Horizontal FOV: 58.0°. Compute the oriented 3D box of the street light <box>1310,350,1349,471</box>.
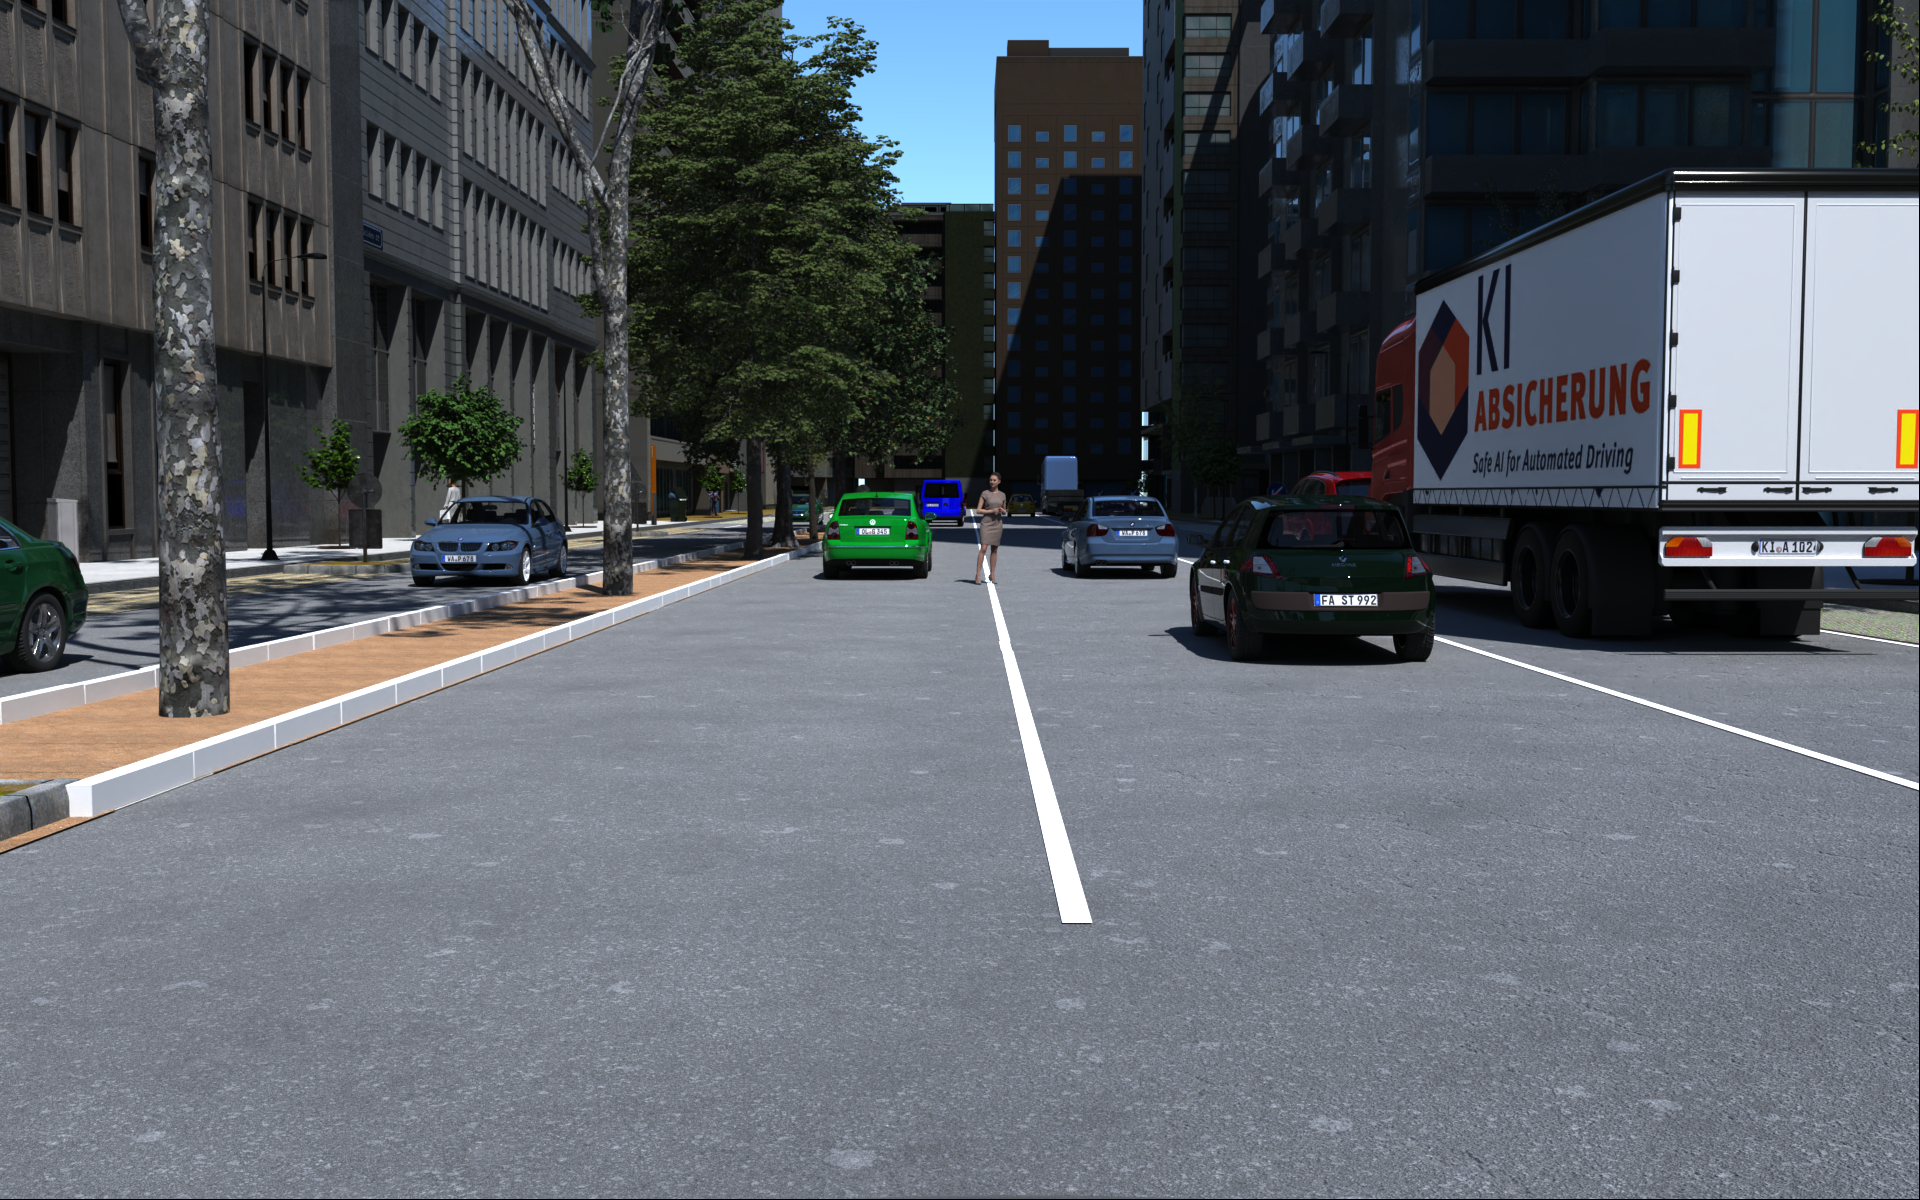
[{"bbox_3d":[11.980,-5.106,56.032,1.470,5.913,1.316,0,4,0],"label":"street light"}]

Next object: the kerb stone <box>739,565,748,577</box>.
[{"bbox_3d":[-3.797,-0.457,29.662,0.120,0.150,1.000,0,4,0],"label":"kerb stone"}]

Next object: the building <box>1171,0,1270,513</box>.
[{"bbox_3d":[21.753,-26.756,121.063,14.154,41.232,14.086,0,4,0],"label":"building"}]

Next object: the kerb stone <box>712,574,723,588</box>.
[{"bbox_3d":[-3.809,-0.266,26.583,0.120,0.150,1.000,0,4,0],"label":"kerb stone"}]

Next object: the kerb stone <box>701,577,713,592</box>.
[{"bbox_3d":[-3.816,-0.205,25.550,0.120,0.150,1.000,0,4,0],"label":"kerb stone"}]

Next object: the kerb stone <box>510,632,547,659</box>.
[{"bbox_3d":[-3.860,0.423,15.309,0.120,0.150,1.000,0,4,0],"label":"kerb stone"}]

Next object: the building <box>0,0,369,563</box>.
[{"bbox_3d":[-21.827,-13.311,35.651,12.078,24.808,19.932,0,4,0],"label":"building"}]

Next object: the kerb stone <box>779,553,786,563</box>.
[{"bbox_3d":[-3.768,-0.831,35.805,0.120,0.150,1.000,0,4,0],"label":"kerb stone"}]

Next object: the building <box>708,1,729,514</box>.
[{"bbox_3d":[-22.867,-28.199,111.166,14.600,45.320,14.200,0,4,0],"label":"building"}]

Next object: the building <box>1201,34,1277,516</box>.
[{"bbox_3d":[31.363,-25.052,101.481,32.217,40.220,23.993,0,4,0],"label":"building"}]

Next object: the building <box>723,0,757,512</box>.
[{"bbox_3d":[-22.506,-27.077,126.311,14.154,41.232,14.086,0,4,0],"label":"building"}]

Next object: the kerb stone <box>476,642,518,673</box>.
[{"bbox_3d":[-3.857,0.484,14.277,0.120,0.150,1.000,0,4,0],"label":"kerb stone"}]

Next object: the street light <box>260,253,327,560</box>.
[{"bbox_3d":[-12.874,-3.727,33.477,1.470,5.913,1.316,0,4,0],"label":"street light"}]

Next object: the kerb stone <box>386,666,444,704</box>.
[{"bbox_3d":[-3.869,0.610,12.219,0.120,0.150,1.000,0,4,0],"label":"kerb stone"}]

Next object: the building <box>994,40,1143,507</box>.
[{"bbox_3d":[10.653,-32.082,174.643,14.200,45.320,14.600,0,4,0],"label":"building"}]

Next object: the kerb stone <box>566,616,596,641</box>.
[{"bbox_3d":[-3.846,0.296,17.359,0.120,0.150,1.000,0,4,0],"label":"kerb stone"}]

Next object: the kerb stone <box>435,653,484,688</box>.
[{"bbox_3d":[-3.863,0.547,13.246,0.120,0.150,1.000,0,4,0],"label":"kerb stone"}]

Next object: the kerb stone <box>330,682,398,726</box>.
[{"bbox_3d":[-3.874,0.673,11.197,0.120,0.150,1.000,0,4,0],"label":"kerb stone"}]

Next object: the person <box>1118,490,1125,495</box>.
[{"bbox_3d":[13.145,-8.155,140.839,0.593,1.643,0.415,-3,5,-39],"label":"person"}]

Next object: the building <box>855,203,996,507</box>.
[{"bbox_3d":[-3.504,-24.636,174.495,14.107,30.474,14.160,0,4,0],"label":"building"}]

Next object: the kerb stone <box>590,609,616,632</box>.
[{"bbox_3d":[-3.844,0.234,18.382,0.120,0.150,1.000,0,4,0],"label":"kerb stone"}]

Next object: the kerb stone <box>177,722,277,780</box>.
[{"bbox_3d":[-3.882,0.798,9.152,0.120,0.150,1.000,0,4,0],"label":"kerb stone"}]

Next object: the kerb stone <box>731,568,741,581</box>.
[{"bbox_3d":[-3.798,-0.392,28.640,0.120,0.150,1.000,0,4,0],"label":"kerb stone"}]

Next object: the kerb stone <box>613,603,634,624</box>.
[{"bbox_3d":[-3.835,0.172,19.410,0.120,0.150,1.000,0,4,0],"label":"kerb stone"}]

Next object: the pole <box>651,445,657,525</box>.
[{"bbox_3d":[-12.655,-4.752,71.543,0.158,3.312,0.155,0,3,0],"label":"pole"}]

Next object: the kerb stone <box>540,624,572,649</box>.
[{"bbox_3d":[-3.857,0.358,16.337,0.120,0.150,1.000,0,4,0],"label":"kerb stone"}]

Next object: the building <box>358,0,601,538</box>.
[{"bbox_3d":[-21.316,-17.298,60.320,11.434,29.767,29.804,0,4,0],"label":"building"}]

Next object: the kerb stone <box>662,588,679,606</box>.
[{"bbox_3d":[-3.828,-0.017,22.477,0.120,0.150,1.000,0,4,0],"label":"kerb stone"}]

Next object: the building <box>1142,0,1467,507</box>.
[{"bbox_3d":[32.998,-34.195,178.698,30.456,49.044,23.786,0,4,0],"label":"building"}]

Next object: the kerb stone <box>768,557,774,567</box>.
[{"bbox_3d":[-3.783,-0.707,33.754,0.120,0.150,1.000,0,4,0],"label":"kerb stone"}]

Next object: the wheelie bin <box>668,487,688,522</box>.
[{"bbox_3d":[-13.091,-4.422,80.200,0.693,1.594,0.980,2,4,33],"label":"wheelie bin"}]

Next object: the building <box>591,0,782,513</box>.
[{"bbox_3d":[-26.414,-31.894,145.163,21.600,48.544,21.300,0,4,0],"label":"building"}]

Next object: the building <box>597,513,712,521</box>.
[{"bbox_3d":[-25.677,-28.686,92.726,21.300,48.544,21.600,0,4,0],"label":"building"}]

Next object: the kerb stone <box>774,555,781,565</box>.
[{"bbox_3d":[-3.768,-0.770,34.781,0.120,0.150,1.000,0,4,0],"label":"kerb stone"}]

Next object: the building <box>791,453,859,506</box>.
[{"bbox_3d":[-22.520,-30.009,182.524,23.993,40.220,32.217,0,4,0],"label":"building"}]

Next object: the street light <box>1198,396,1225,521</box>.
[{"bbox_3d":[11.974,-6.697,82.033,1.470,5.913,1.316,0,4,0],"label":"street light"}]

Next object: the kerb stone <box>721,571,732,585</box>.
[{"bbox_3d":[-3.803,-0.330,27.613,0.120,0.150,1.000,0,4,0],"label":"kerb stone"}]

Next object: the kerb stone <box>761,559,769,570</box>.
[{"bbox_3d":[-3.783,-0.643,32.729,0.120,0.150,1.000,0,4,0],"label":"kerb stone"}]

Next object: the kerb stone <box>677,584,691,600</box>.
[{"bbox_3d":[-3.826,-0.080,23.504,0.120,0.150,1.000,0,4,0],"label":"kerb stone"}]

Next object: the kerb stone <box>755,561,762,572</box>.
[{"bbox_3d":[-3.787,-0.580,31.707,0.120,0.150,1.000,0,4,0],"label":"kerb stone"}]

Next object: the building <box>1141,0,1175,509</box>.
[{"bbox_3d":[29.546,-33.773,141.430,28.713,52.752,27.495,0,4,0],"label":"building"}]

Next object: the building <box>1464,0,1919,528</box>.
[{"bbox_3d":[23.959,-27.309,66.111,23.786,49.044,30.456,0,4,0],"label":"building"}]

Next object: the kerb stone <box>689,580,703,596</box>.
[{"bbox_3d":[-3.815,-0.143,24.528,0.120,0.150,1.000,0,4,0],"label":"kerb stone"}]

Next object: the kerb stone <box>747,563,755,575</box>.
[{"bbox_3d":[-3.793,-0.518,30.684,0.120,0.150,1.000,0,4,0],"label":"kerb stone"}]

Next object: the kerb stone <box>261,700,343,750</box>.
[{"bbox_3d":[-3.879,0.735,10.174,0.120,0.150,1.000,0,4,0],"label":"kerb stone"}]

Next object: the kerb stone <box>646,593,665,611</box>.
[{"bbox_3d":[-3.835,0.045,21.455,0.120,0.150,1.000,0,4,0],"label":"kerb stone"}]

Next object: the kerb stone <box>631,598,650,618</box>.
[{"bbox_3d":[-3.834,0.108,20.432,0.120,0.150,1.000,0,4,0],"label":"kerb stone"}]

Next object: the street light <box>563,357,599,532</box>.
[{"bbox_3d":[-12.858,-5.276,58.796,1.470,5.913,1.316,0,4,0],"label":"street light"}]
